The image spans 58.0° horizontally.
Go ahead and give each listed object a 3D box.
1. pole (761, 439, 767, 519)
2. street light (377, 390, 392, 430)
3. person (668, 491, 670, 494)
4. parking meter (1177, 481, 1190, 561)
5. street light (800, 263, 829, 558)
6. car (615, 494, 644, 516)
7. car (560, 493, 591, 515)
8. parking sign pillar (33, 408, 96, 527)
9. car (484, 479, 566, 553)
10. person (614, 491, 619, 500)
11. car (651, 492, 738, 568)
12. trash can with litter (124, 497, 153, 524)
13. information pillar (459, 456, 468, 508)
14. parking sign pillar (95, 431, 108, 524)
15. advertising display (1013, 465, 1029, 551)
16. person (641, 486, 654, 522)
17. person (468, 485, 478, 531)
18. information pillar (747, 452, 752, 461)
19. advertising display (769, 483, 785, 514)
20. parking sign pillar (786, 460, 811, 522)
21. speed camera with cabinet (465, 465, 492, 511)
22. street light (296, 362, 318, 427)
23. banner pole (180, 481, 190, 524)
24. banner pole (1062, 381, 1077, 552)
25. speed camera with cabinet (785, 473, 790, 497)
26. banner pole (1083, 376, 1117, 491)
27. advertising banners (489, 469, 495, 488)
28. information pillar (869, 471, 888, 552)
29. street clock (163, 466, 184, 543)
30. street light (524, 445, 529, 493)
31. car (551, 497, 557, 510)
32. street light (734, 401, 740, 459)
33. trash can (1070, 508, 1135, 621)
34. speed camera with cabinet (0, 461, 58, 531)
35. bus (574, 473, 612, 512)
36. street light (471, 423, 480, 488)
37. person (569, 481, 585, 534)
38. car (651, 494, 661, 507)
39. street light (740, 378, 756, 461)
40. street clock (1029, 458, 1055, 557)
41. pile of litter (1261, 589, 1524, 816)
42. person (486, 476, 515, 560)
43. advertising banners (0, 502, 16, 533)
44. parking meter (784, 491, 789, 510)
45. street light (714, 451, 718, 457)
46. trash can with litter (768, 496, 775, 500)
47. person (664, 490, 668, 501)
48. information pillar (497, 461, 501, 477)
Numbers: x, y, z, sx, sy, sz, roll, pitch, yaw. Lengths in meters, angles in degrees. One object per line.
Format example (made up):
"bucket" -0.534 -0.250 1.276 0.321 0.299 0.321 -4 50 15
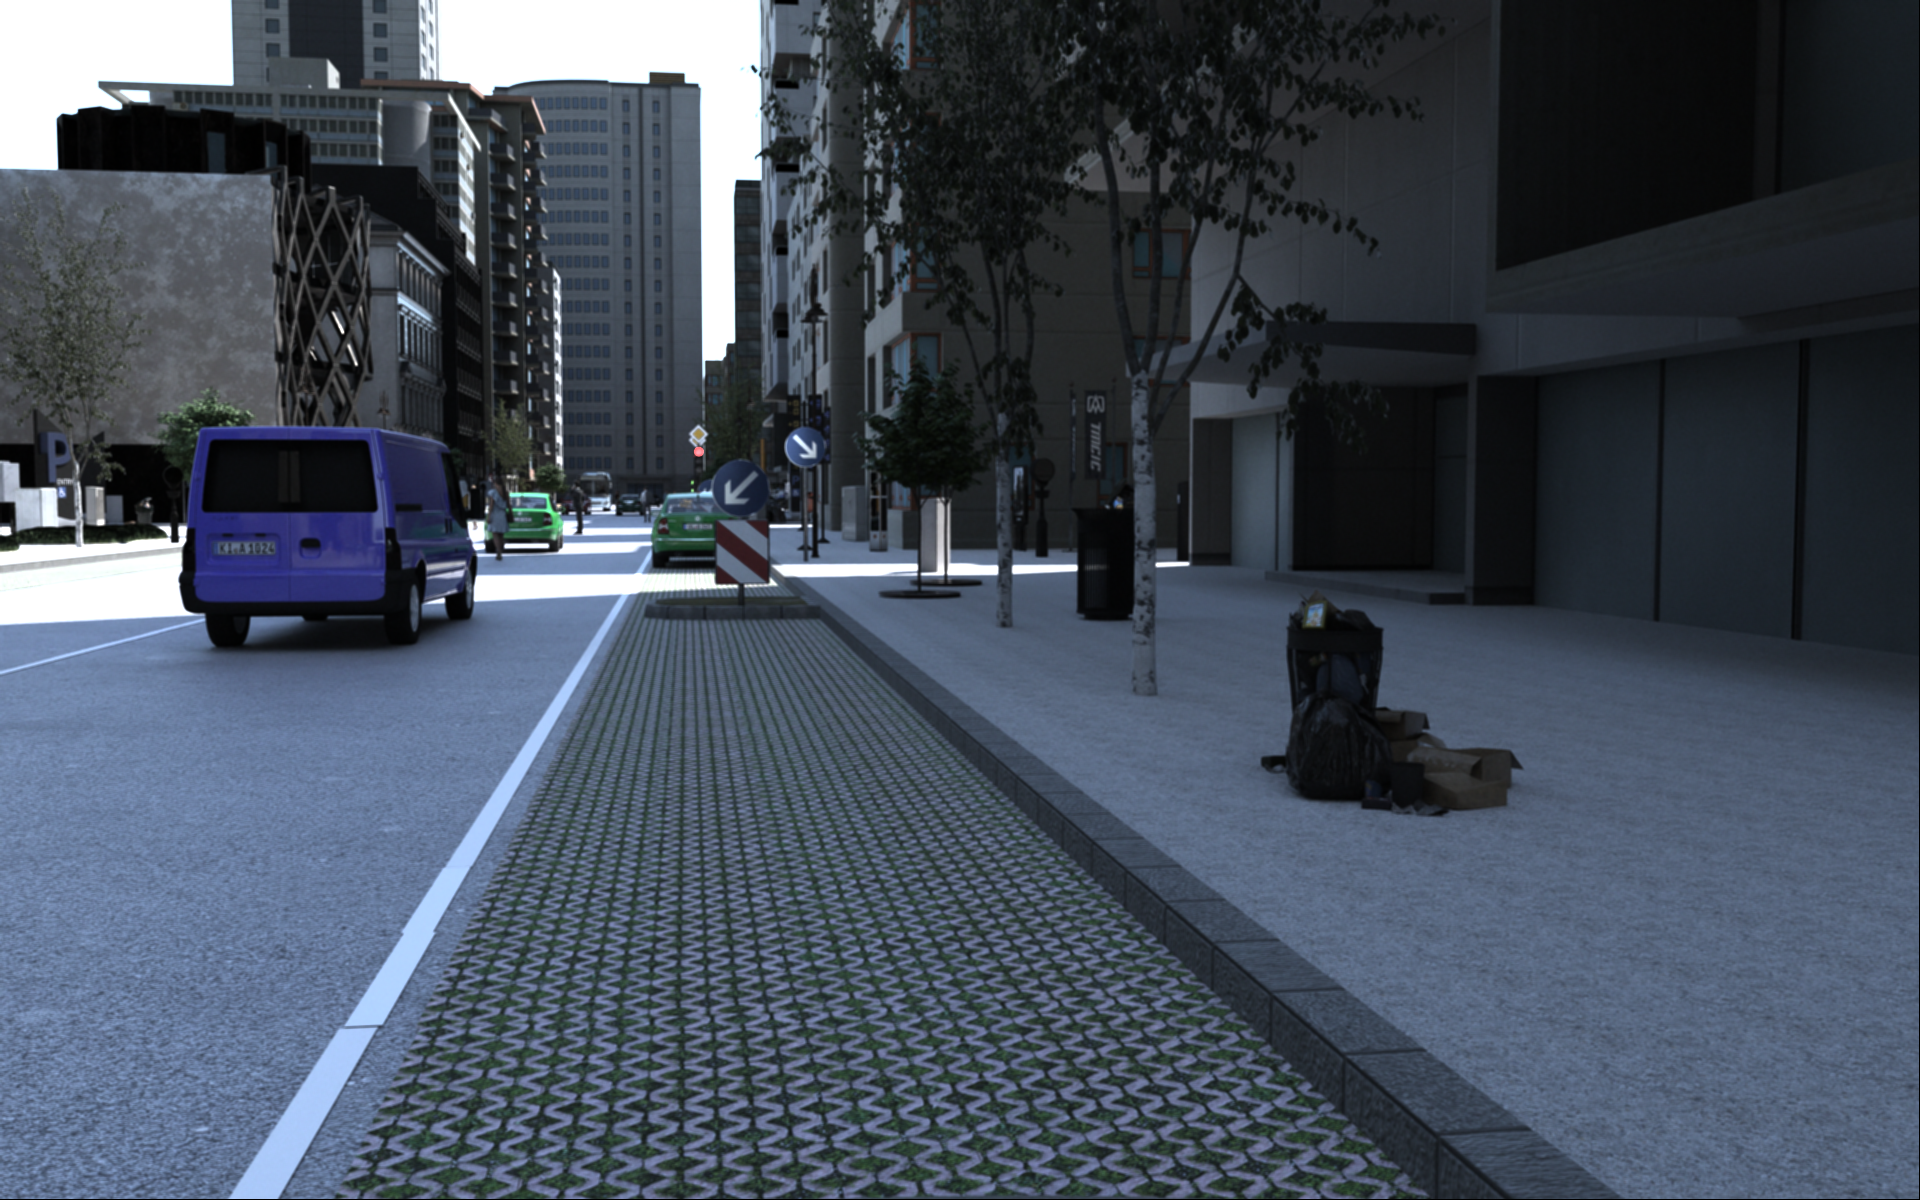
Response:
"pole" -7.252 -4.291 63.998 0.158 3.312 0.155 0 3 0
"street light" -25.430 -6.351 76.628 0.468 5.910 1.993 -1 4 -9
"person" -35.536 -12.452 212.537 0.568 1.767 0.683 2 4 23
"parking meter" 4.355 -1.517 33.207 0.372 1.533 0.369 0 3 0
"street light" -2.932 -3.799 34.902 0.468 5.910 1.993 -1 4 -9
"car" -22.039 -6.371 115.956 2.131 1.459 4.920 0 4 -7
"car" -26.482 -6.757 119.516 2.155 1.783 4.494 0 4 -7
"parking sign pillar" -28.605 -4.056 54.789 1.447 3.967 1.447 1 4 14
"car" -11.004 -2.144 43.843 1.959 1.807 4.718 -1 4 -11
"person" -36.711 -10.754 185.144 0.721 1.723 1.217 -2 4 -33
"car" -5.277 -1.602 34.983 1.959 1.807 4.718 0 4 -8
"trash can with litter" -29.764 -3.135 62.647 1.055 1.170 0.624 0 4 -5
"information pillar" -30.507 -7.034 106.360 0.504 3.616 0.183 -1 4 -20
"parking sign pillar" -37.131 -5.215 73.736 1.447 3.967 1.447 -3 4 -38
"advertising display" 1.370 -2.077 39.176 0.123 1.923 0.974 -1 4 -12
"person" -15.881 -4.858 88.033 0.679 1.850 0.850 -1 4 -18
"person" -19.057 -3.621 68.060 0.694 1.780 0.624 2 4 29
"information pillar" -11.592 -6.365 95.429 0.183 3.616 0.504 -3 4 -36
"advertising display" -10.607 -5.818 100.336 0.974 1.923 0.123 0 4 3
"parking sign pillar" -7.624 -5.607 80.142 1.447 3.967 1.447 0 4 -8
"speed camera with cabinet" -33.287 -7.670 119.747 2.038 3.252 0.660 2 4 29
"street light" -22.961 -5.392 60.944 0.468 5.910 1.993 -1 4 -9
"banner pole" -32.950 -5.132 73.923 0.401 3.779 0.863 2 4 29
"banner pole" 2.479 -2.942 38.122 0.401 3.779 0.863 0 4 -5
"speed camera with cabinet" -14.012 -9.209 144.897 0.660 3.252 2.038 3 5 39
"banner pole" 3.040 -2.863 36.821 0.863 3.779 0.401 0 4 -6
"advertising banners" -31.925 -7.545 119.548 0.090 3.025 2.074 0 4 2
"information pillar" -1.822 -2.094 38.726 0.304 2.012 0.304 2 4 31
"street clock" -20.569 -2.492 45.320 0.471 2.002 0.358 -2 4 -32
"street light" -36.088 -10.471 143.996 0.468 5.910 1.993 -1 4 -9
"car" -24.874 -5.502 102.316 2.083 1.381 4.827 0 4 -8
"street light" -10.821 -6.860 84.951 0.468 5.910 1.993 -1 4 -9
"trash can" 1.504 -0.373 17.753 0.748 1.137 0.748 0 3 0
"speed camera with cabinet" -26.264 -3.311 48.466 2.038 3.252 0.660 1 4 20
"bus" -30.396 -9.129 144.124 2.948 3.499 13.247 -1 4 -10
"street light" -30.769 -8.397 110.071 0.468 5.910 1.993 -1 4 -9
"person" -13.615 -3.282 61.515 0.474 1.900 0.648 0 4 0
"car" -33.153 -10.788 186.173 2.009 1.686 4.222 -1 4 -10
"street light" -8.389 -5.896 69.180 0.468 5.910 1.993 -1 4 -9
"street clock" 1.667 -1.875 35.234 0.471 2.002 0.358 -2 4 -24
"pile of litter" 1.912 0.380 7.749 1.176 0.858 1.719 1 4 18
"person" -9.918 -1.763 37.411 0.616 1.811 0.778 -2 4 -25
"advertising banners" -31.370 -3.666 56.124 2.074 3.025 0.090 -1 4 -15
"parking meter" -14.020 -8.055 140.109 0.372 1.533 0.369 0 3 0
"street light" -21.342 -10.953 151.862 0.468 5.910 1.993 -1 4 -9
"trash can with litter" -10.324 -5.115 95.009 0.624 1.170 1.055 -1 4 -17
"person" -24.987 -8.443 146.889 0.444 1.785 0.601 1 4 19
"information pillar" -32.982 -8.109 123.935 0.183 3.616 0.504 -2 4 -35
